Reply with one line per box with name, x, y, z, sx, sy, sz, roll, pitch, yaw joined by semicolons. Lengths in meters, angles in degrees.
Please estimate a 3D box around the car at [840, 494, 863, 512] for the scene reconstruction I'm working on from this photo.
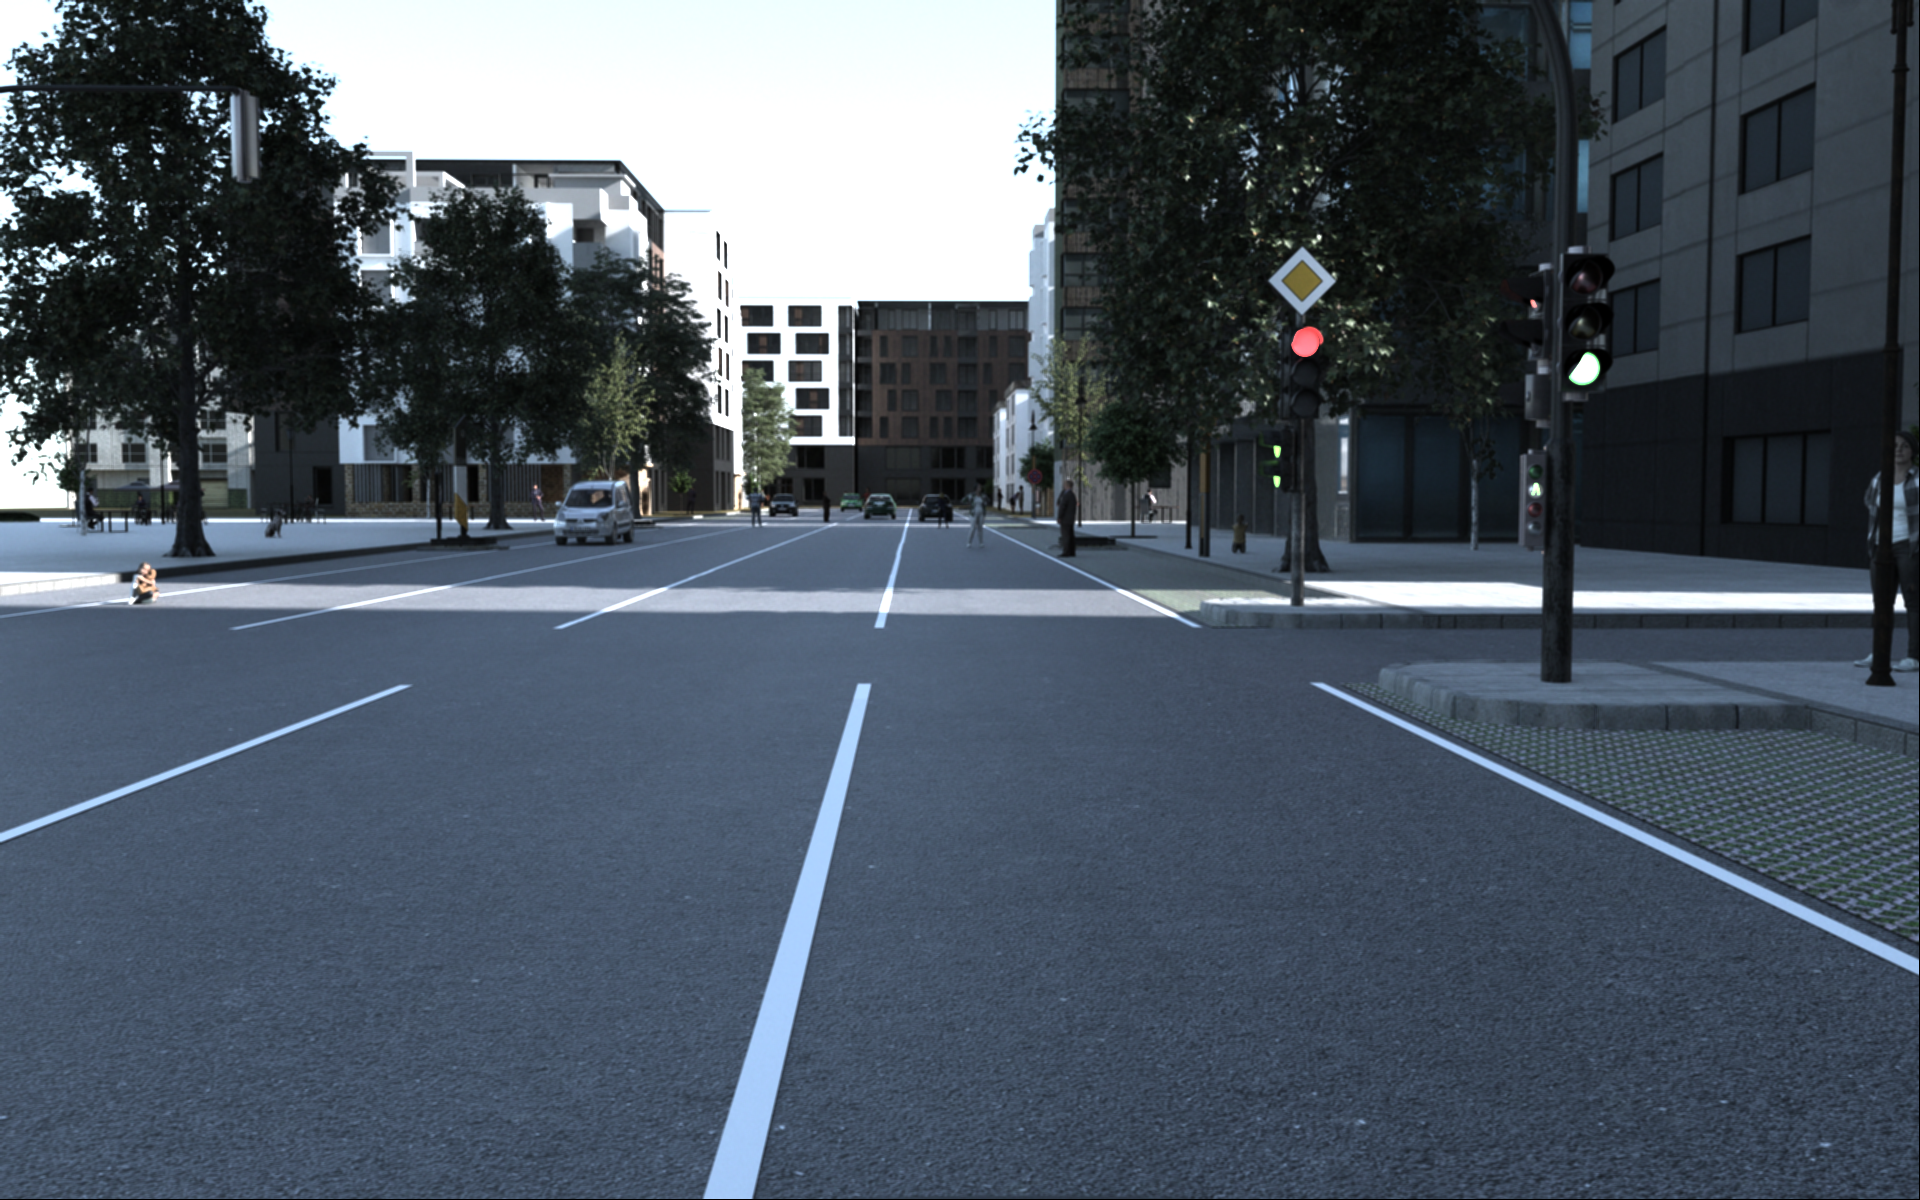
car;-8.898;-8.159;142.190;1.959;1.807;4.718;0;4;-3

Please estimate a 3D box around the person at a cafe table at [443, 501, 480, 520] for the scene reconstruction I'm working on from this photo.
person at a cafe table;-24.366;-4.518;84.728;1.698;1.238;1.726;-1;4;-20

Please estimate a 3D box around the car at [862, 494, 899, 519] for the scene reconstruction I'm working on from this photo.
car;-4.636;-5.445;100.820;2.131;1.459;4.920;0;4;-2

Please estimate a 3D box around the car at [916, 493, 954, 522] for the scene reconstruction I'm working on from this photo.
car;-1.299;-4.997;91.490;2.009;1.686;4.222;0;4;-3

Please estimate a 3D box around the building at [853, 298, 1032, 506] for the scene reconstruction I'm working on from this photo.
building;5.170;-21.387;193.648;32.646;21.610;27.936;0;4;-1

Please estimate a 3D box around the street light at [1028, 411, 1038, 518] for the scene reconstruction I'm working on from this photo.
street light;3.984;-7.449;94.578;0.468;5.910;1.993;0;4;-1

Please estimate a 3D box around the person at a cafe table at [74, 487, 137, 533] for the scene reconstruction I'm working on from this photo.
person at a cafe table;-29.008;-3.045;58.309;1.698;1.524;1.622;1;4;18

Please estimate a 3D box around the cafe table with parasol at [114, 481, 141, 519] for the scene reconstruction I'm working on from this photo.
cafe table with parasol;-43.043;-5.254;90.771;2.610;1.966;2.610;-3;5;-43

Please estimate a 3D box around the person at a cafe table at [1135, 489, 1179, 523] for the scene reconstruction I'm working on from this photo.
person at a cafe table;8.588;-4.188;76.994;1.698;1.524;1.622;3;4;36

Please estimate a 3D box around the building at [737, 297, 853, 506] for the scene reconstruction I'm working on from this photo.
building;-27.700;-21.350;193.045;32.646;21.610;27.936;0;4;-1

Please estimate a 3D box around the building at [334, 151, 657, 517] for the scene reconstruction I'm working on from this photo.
building;-26.268;-14.925;100.447;16.016;20.091;11.380;0;4;-1

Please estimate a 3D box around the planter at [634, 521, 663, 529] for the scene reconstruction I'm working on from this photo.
planter;-13.448;-3.129;72.301;1.991;0.319;1.994;0;4;-1

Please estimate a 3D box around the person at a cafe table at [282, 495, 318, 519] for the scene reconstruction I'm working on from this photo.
person at a cafe table;-34.603;-4.897;90.928;1.726;1.238;1.698;-2;4;-26

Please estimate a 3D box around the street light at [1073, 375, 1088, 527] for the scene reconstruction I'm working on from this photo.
street light;4.686;-5.798;67.578;0.468;5.910;1.993;0;4;-1

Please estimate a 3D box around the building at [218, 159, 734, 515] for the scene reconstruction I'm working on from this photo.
building;-31.663;-17.019;122.241;27.936;21.610;32.646;0;4;-1

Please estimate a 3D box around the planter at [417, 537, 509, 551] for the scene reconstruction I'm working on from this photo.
planter;-12.724;-1.436;44.616;1.991;0.319;1.994;0;4;-1

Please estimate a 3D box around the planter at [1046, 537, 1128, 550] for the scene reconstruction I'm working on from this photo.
planter;3.240;-1.450;44.843;1.991;0.319;1.994;0;4;-1

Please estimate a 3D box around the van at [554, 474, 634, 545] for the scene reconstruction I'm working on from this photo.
van;-10.527;-2.627;49.970;2.013;2.044;4.112;0;4;0

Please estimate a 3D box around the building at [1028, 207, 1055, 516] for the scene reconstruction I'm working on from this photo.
building;12.360;-15.336;107.170;16.016;20.091;11.380;0;4;-1

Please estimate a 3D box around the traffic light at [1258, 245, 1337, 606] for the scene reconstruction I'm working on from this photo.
traffic light;3.850;-1.886;19.754;0.839;4.253;0.868;0;4;-1

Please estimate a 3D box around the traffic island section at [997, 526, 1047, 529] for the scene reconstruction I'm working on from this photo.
traffic island section;2.553;-2.994;71.817;1.991;0.108;1.994;0;4;-1

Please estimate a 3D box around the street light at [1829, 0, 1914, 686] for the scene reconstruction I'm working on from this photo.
street light;6.189;-2.365;11.463;0.468;5.910;1.993;0;4;-1

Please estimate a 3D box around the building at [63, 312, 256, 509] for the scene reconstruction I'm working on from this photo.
building;-63.073;-17.985;160.515;31.486;18.905;16.747;0;4;-1

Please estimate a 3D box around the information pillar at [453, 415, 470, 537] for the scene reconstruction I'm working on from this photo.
information pillar;-14.756;-3.660;51.198;0.183;3.616;0.504;2;4;24

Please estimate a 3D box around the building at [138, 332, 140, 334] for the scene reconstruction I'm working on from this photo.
building;-82.293;-20.155;185.949;11.380;20.091;16.016;0;4;-1

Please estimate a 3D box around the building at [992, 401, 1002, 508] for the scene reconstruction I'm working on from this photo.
building;8.039;-13.098;156.298;9.099;9.664;28.070;0;4;-1

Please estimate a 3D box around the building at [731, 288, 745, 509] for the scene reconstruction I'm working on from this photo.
building;-26.214;-17.614;144.407;16.016;20.091;11.380;0;4;-1

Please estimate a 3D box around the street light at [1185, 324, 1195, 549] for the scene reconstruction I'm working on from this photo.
street light;5.383;-4.149;40.620;0.468;5.910;1.993;0;4;-1

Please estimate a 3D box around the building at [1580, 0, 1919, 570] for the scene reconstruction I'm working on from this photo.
building;25.526;-36.196;30.052;20.611;71.187;20.563;0;4;-1

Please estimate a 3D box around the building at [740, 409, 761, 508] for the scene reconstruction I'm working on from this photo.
building;-33.392;-13.627;164.951;28.070;9.664;9.099;0;4;-1

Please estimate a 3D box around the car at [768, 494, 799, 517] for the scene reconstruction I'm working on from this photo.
car;-11.337;-6.217;111.435;2.009;1.686;4.222;0;4;-3

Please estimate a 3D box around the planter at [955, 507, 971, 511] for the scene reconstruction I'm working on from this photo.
planter;0.556;-7.809;148.817;1.991;0.319;1.994;0;4;-1

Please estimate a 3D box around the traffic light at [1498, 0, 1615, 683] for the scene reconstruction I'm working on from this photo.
traffic light;1.967;-2.257;11.577;4.771;5.953;1.251;0;4;-1

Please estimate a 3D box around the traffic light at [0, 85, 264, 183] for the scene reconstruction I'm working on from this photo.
traffic light;-10.277;-2.737;19.410;4.771;5.953;1.251;0;4;-1

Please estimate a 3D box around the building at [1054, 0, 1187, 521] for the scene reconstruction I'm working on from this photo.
building;11.654;-19.344;87.978;14.160;30.474;14.107;0;4;-1

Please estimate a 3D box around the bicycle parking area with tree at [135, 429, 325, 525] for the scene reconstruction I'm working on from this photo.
bicycle parking area with tree;-31.751;-5.391;75.145;8.231;4.147;9.016;-1;4;-16

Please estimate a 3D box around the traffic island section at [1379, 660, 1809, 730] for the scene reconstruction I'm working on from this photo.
traffic island section;4.096;0.636;11.887;2.009;0.180;2.903;0;4;-1

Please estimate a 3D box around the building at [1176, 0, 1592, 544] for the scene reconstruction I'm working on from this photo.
building;19.373;-26.742;56.845;23.786;49.044;30.456;0;4;-1

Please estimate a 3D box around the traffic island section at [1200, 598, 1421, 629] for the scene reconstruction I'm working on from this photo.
traffic island section;3.890;0.147;19.869;2.009;0.180;2.903;0;4;-1

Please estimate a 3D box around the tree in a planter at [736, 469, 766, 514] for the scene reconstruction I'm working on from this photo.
tree in a planter;-14.742;-7.634;122.032;1.991;3.239;1.994;0;4;-1

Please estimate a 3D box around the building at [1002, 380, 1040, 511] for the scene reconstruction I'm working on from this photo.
building;8.533;-11.365;127.959;9.099;9.664;28.070;0;4;-1

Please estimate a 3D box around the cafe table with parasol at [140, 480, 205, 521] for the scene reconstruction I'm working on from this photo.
cafe table with parasol;-38.155;-4.873;84.547;2.610;1.966;2.610;-3;4;-37
